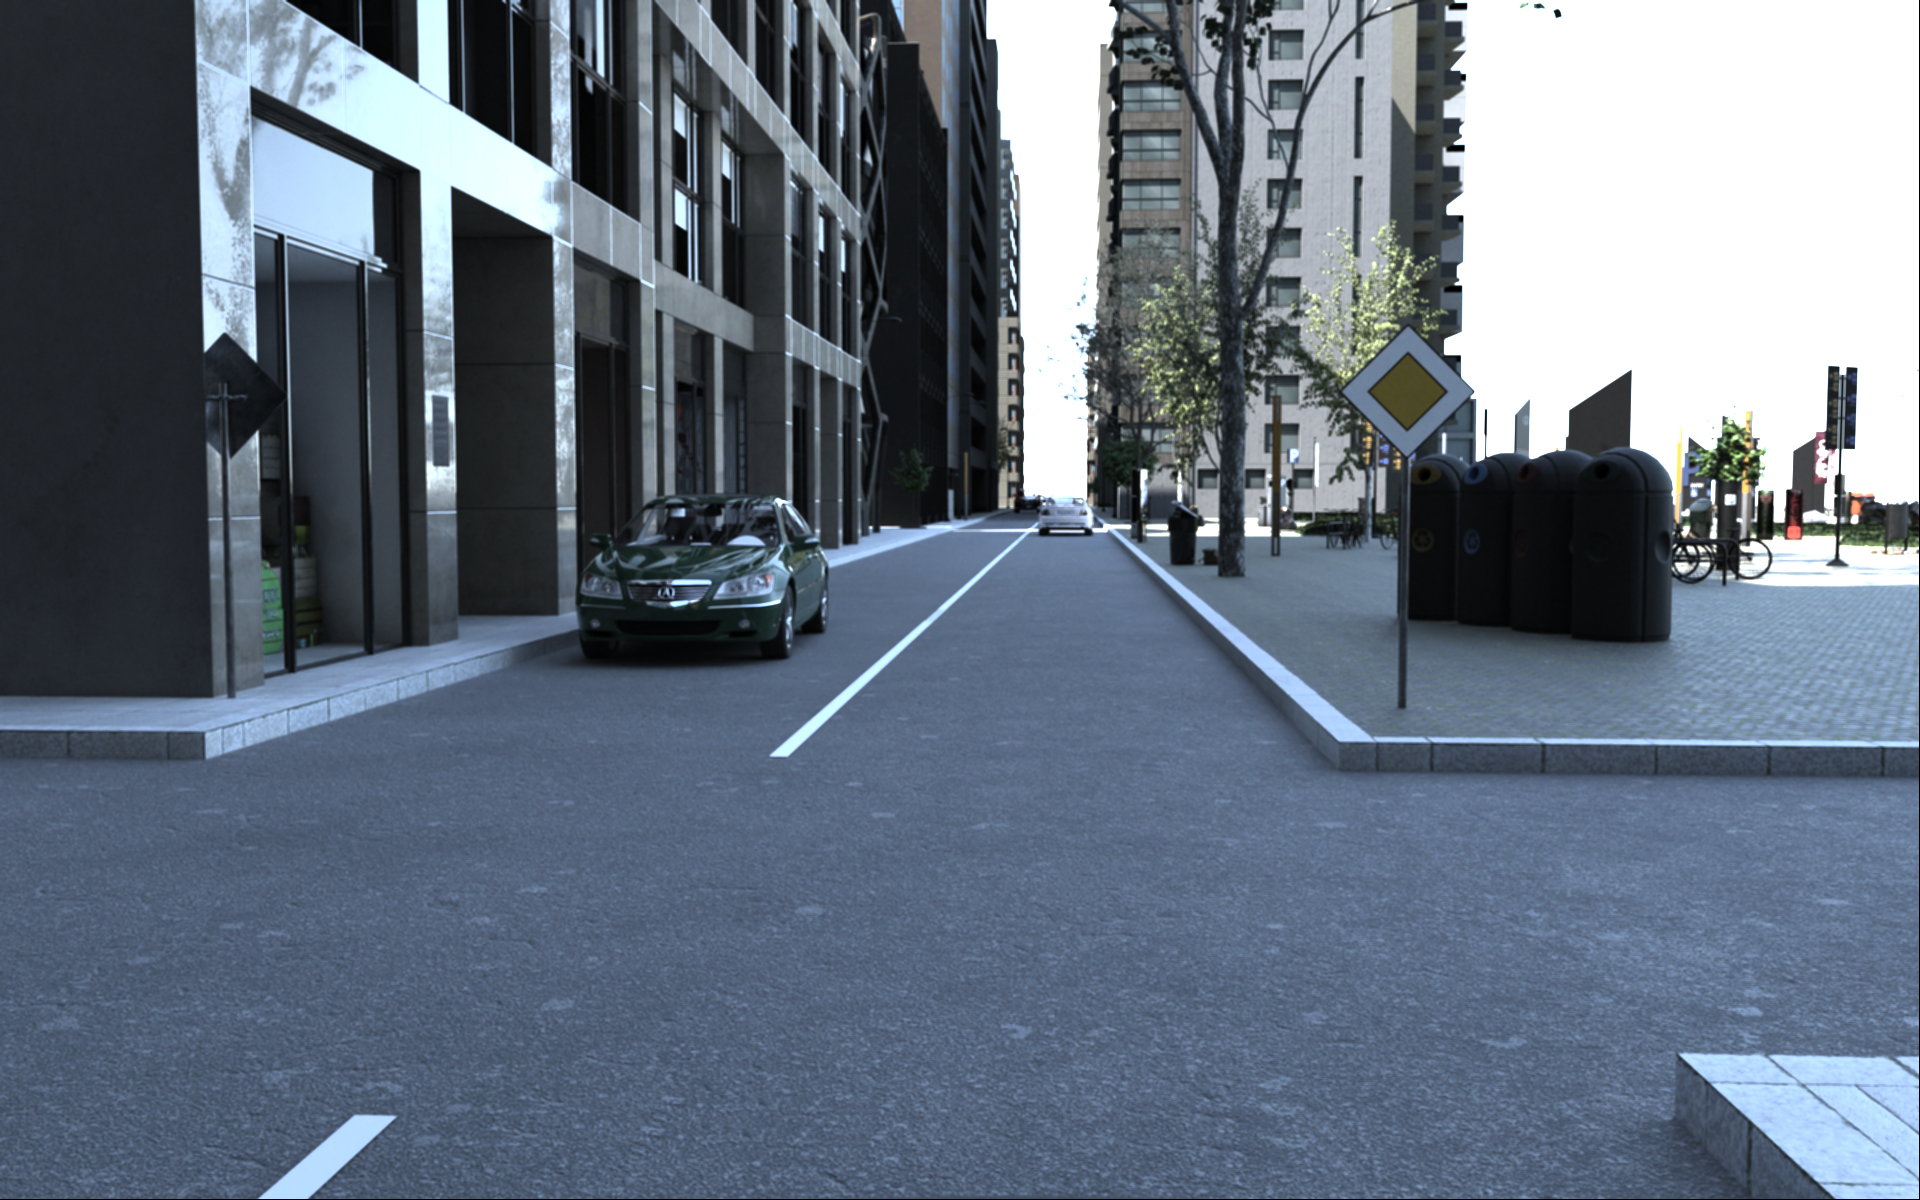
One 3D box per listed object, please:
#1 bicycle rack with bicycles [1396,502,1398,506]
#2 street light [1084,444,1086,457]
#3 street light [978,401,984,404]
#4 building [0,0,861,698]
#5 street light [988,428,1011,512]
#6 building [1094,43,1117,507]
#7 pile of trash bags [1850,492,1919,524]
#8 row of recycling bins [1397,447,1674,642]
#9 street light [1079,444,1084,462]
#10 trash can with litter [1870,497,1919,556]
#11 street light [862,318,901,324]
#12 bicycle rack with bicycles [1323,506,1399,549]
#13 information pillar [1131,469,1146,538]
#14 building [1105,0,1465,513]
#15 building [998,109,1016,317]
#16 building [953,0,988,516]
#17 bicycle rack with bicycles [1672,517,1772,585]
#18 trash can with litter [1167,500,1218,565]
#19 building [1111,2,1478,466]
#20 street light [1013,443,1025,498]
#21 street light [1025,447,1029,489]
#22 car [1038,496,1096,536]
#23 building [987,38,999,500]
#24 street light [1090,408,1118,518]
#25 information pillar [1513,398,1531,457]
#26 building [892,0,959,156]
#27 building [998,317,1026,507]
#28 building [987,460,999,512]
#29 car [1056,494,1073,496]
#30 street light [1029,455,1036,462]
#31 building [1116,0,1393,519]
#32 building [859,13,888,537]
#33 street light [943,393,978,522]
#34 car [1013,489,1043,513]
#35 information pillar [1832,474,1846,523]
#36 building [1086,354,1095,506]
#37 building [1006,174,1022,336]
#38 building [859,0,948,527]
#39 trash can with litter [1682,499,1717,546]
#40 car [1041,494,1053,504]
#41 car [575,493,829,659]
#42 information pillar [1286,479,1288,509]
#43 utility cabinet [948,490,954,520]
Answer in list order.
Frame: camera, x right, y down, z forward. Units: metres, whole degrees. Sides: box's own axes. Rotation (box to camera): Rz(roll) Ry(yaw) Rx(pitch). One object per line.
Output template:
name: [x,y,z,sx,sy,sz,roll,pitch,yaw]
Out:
bicycle rack with bicycles: [19.409,-3.734,74.440,2.925,0.926,2.852,0,4,-2]
street light: [9.995,-9.446,126.982,1.470,5.913,1.316,0,4,4]
street light: [0.517,-7.002,87.027,1.470,5.913,1.316,0,4,4]
building: [-13.211,-13.647,27.649,19.350,26.468,34.151,0,4,4]
street light: [2.652,-9.155,122.230,1.470,5.913,1.316,0,4,4]
building: [24.820,-33.973,179.154,21.300,48.544,21.600,0,4,4]
pile of trash bags: [39.476,-3.949,74.320,1.912,1.369,3.447,1,4,10]
row of recycling bins: [5.442,-0.582,16.629,1.069,1.692,3.534,-1,4,-20]
street light: [12.060,-11.556,161.488,1.470,5.913,1.316,0,4,4]
trash can with litter: [20.309,-1.574,36.785,2.233,1.210,1.678,-1,4,-13]
street light: [-2.249,-4.477,45.741,1.470,5.913,1.316,0,4,4]
bicycle rack with bicycles: [9.678,-1.684,40.923,2.852,0.926,2.925,2,4,34]
information pillar: [5.163,-2.794,50.171,0.304,2.012,0.304,-2,4,-35]
building: [21.147,-28.297,117.278,22.147,44.769,28.867,0,4,4]
building: [-4.528,-36.307,213.234,23.786,49.044,30.456,0,4,4]
building: [-9.372,-29.863,111.962,21.300,48.544,21.600,0,4,4]
bicycle rack with bicycles: [10.338,-0.754,25.703,2.925,0.926,2.852,2,4,31]
trash can with litter: [4.309,-1.234,31.567,1.055,1.170,0.624,1,4,13]
building: [26.578,-34.044,145.864,28.713,52.752,27.495,0,4,4]
street light: [4.899,-11.270,156.802,1.470,5.913,1.316,0,4,4]
street light: [5.784,-12.077,170.006,1.470,5.913,1.316,0,4,4]
car: [3.755,-2.974,60.985,2.083,1.381,4.827,0,4,5]
building: [-3.905,-28.607,151.320,14.154,41.232,14.086,0,4,4]
street light: [7.753,-7.352,92.744,1.470,5.913,1.316,0,4,4]
information pillar: [13.663,-3.105,42.120,0.504,3.616,0.183,-2,4,-26]
building: [-7.368,-27.109,93.335,14.600,45.320,14.200,0,4,4]
building: [-7.222,-20.766,184.563,27.650,21.520,28.899,0,4,4]
building: [-7.408,-42.471,132.656,20.563,71.187,20.611,0,4,4]
car: [7.066,-6.564,117.109,2.009,1.686,4.222,0,4,4]
street light: [7.974,-14.198,204.672,1.470,5.913,1.316,0,4,4]
building: [15.796,-19.869,96.563,14.160,30.474,14.107,0,4,4]
building: [-10.802,-11.379,53.499,16.820,18.784,16.811,0,4,4]
street light: [-0.059,-6.571,79.982,1.470,5.913,1.316,0,4,4]
car: [5.220,-7.563,132.320,2.281,1.827,5.304,0,4,4]
information pillar: [31.445,-3.514,61.951,0.304,2.012,0.304,-2,4,-28]
building: [28.938,-22.028,205.195,27.650,21.520,28.899,0,4,4]
building: [1.368,-35.853,236.308,14.600,45.320,14.200,0,4,4]
building: [-7.223,-15.008,75.051,12.332,23.373,15.834,0,4,4]
trash can with litter: [18.299,-1.929,42.926,1.055,1.170,0.624,-3,5,-41]
car: [12.137,-13.924,239.662,2.014,1.417,4.499,0,4,3]
car: [-2.337,-0.294,16.599,2.131,1.459,4.920,0,4,2]
information pillar: [15.526,-4.806,83.066,0.304,2.012,0.304,2,4,29]
utility cabinet: [-0.643,-4.627,84.336,0.318,1.500,1.173,-1,4,-21]
